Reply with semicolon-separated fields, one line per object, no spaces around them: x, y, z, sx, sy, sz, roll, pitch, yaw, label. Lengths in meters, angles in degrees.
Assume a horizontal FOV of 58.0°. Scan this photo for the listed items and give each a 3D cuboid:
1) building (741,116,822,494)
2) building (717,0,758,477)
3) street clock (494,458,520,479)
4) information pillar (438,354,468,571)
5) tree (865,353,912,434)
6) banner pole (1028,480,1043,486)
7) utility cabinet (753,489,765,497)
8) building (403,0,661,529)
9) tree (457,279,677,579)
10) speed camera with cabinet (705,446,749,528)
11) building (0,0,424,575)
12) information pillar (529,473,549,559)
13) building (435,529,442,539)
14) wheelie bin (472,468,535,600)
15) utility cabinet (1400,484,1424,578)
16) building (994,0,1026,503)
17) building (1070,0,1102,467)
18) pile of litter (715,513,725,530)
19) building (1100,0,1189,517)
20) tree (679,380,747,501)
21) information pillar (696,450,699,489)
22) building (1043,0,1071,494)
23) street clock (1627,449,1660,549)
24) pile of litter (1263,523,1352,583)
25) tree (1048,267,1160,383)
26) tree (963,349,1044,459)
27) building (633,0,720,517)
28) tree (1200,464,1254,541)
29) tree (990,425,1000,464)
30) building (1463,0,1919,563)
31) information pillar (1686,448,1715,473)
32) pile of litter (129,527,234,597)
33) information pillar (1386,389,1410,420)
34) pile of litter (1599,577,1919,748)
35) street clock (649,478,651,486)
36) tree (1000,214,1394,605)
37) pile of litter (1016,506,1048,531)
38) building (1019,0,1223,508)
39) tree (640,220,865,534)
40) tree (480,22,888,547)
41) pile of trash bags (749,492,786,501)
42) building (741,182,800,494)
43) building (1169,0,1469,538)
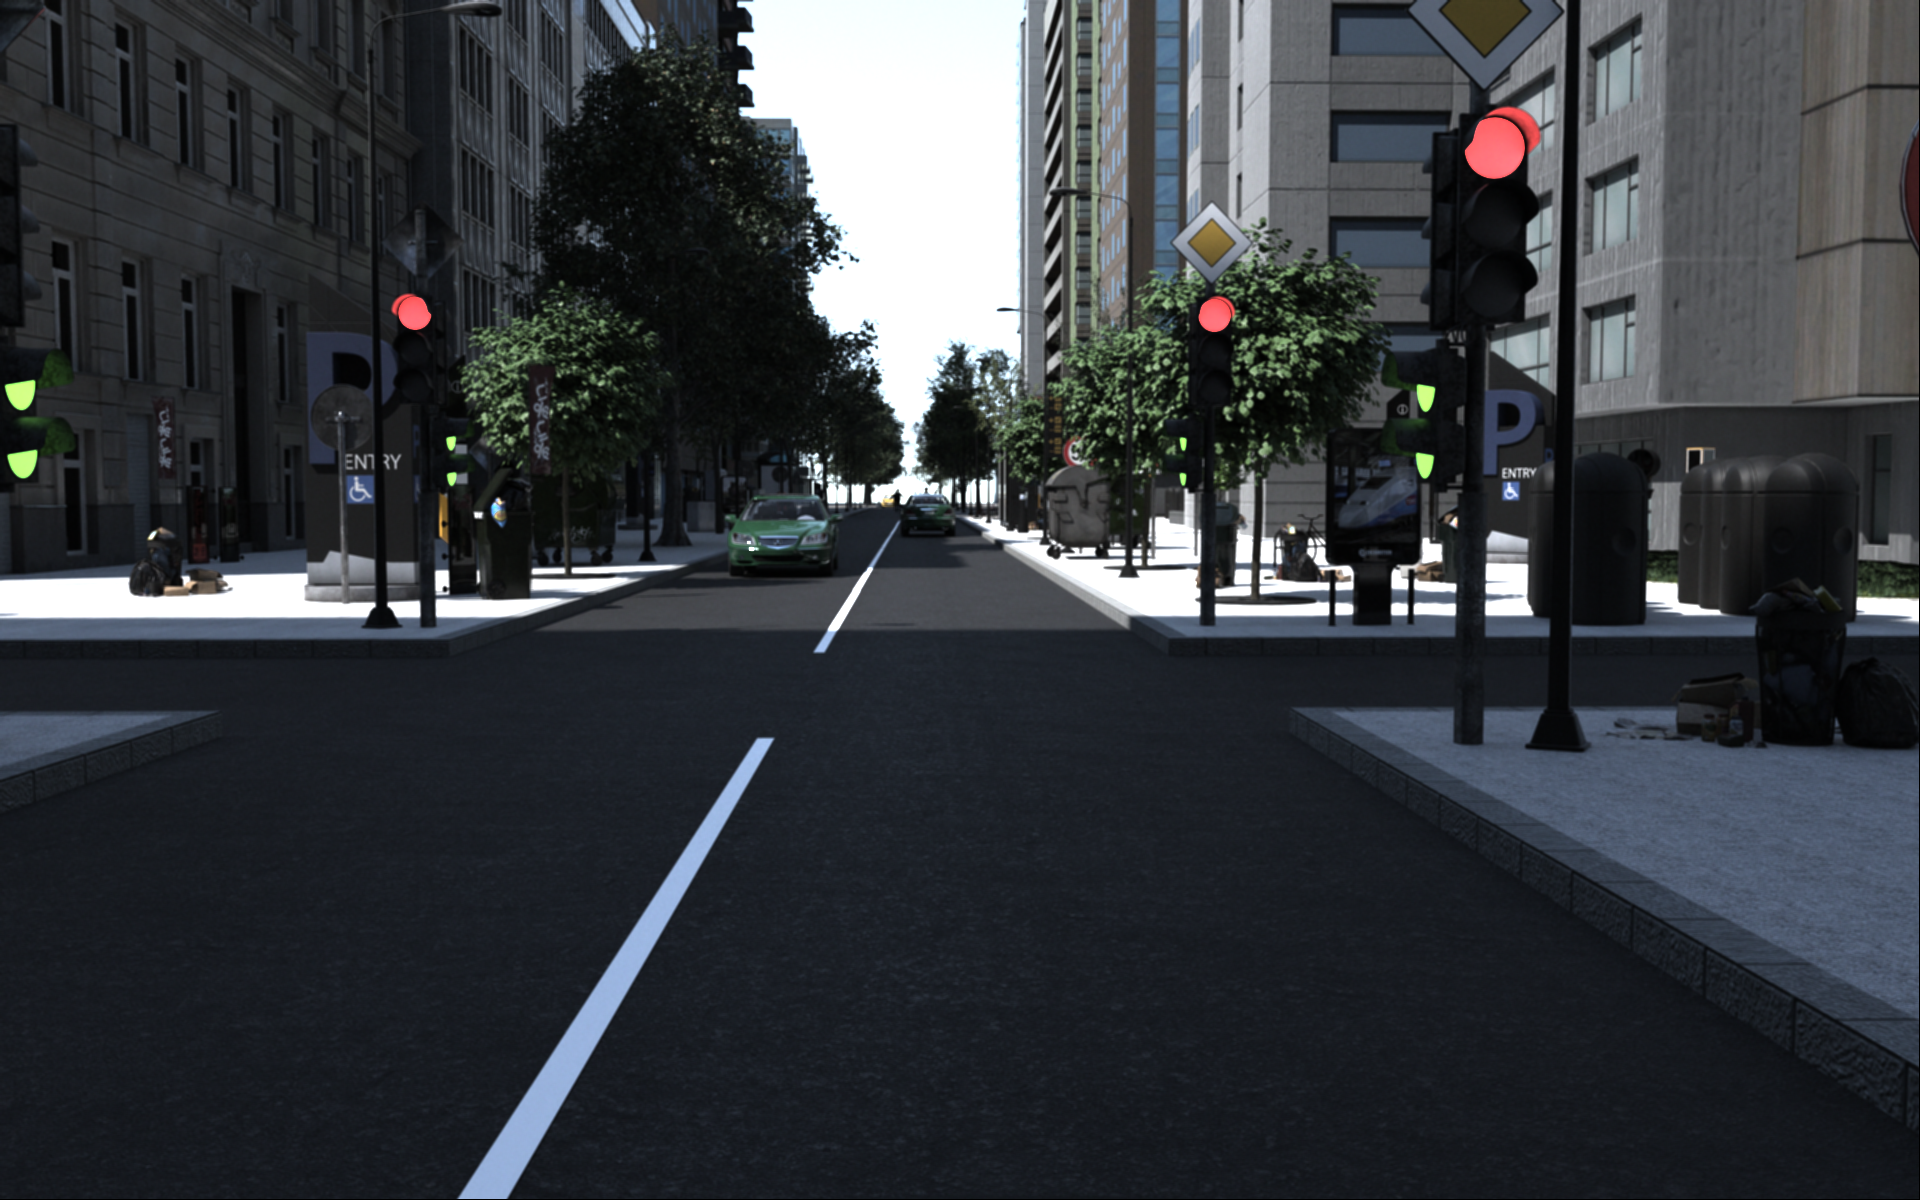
-30.088;-36.844;222.009;23.786;49.044;30.456;0;4;-1;building
-27.591;-29.337;134.290;22.147;44.769;28.867;0;4;-1;building
-9.168;-1.868;35.110;0.471;2.002;0.358;1;4;16;street clock
-8.448;-2.296;28.901;0.504;3.616;0.183;-3;5;-39;information pillar
-6.989;-8.459;72.724;8.767;10.594;7.601;0;4;6;tree
2.867;-4.452;62.802;0.863;3.779;0.401;-1;4;-13;banner pole
-8.862;-4.137;76.322;0.318;1.500;1.173;0;4;7;utility cabinet
-21.227;-15.948;78.770;12.078;24.808;19.932;0;4;-1;building
-5.983;-2.626;26.655;4.285;4.588;4.351;0;3;0;tree
-8.791;-4.344;65.361;0.660;3.252;2.038;2;4;29;speed camera with cabinet
-20.846;-14.621;36.317;12.463;27.353;25.104;0;4;-1;building
-8.305;-1.813;34.134;0.304;2.012;0.304;0;4;0;information pillar
-20.703;-14.731;58.882;12.078;24.808;19.932;0;4;-1;building
-5.583;-0.816;21.252;0.693;1.594;0.980;-2;4;-26;wheelie bin
6.977;-1.101;26.687;0.318;1.500;1.173;1;4;17;utility cabinet
16.453;-56.361;234.170;22.319;86.520;31.000;0;4;-1;building
15.240;-27.392;131.449;14.154;41.232;14.086;0;4;-1;building
-9.129;-2.963;62.405;1.176;0.858;1.719;2;4;34;pile of litter
16.015;-27.695;102.924;14.600;45.320;14.200;0;4;-1;building
-12.262;-8.091;82.648;4.737;8.622;4.395;0;3;0;tree
-13.845;-6.122;91.444;0.183;3.616;0.504;-1;4;-17;information pillar
18.589;-32.136;149.125;21.300;48.544;21.600;0;4;-1;building
10.940;-1.420;27.785;0.471;2.002;0.358;3;5;44;street clock
5.154;-0.721;25.756;1.176;0.858;1.719;0;4;-6;pile of litter
4.951;-6.413;55.219;4.360;8.622;3.978;0;3;0;tree
2.381;-8.445;88.446;4.737;8.622;4.395;0;3;0;tree
-23.372;-28.268;112.292;14.600;45.320;14.200;0;4;-1;building
7.099;-3.213;47.140;1.663;3.219;1.824;0;3;0;tree
3.103;-2.805;29.578;4.285;4.588;4.351;0;3;0;tree
19.132;-21.425;33.889;14.086;41.232;14.154;0;4;-1;building
11.814;-1.418;27.672;0.304;2.012;0.304;-2;4;-28;information pillar
-10.009;-0.515;22.387;1.176;0.858;1.719;1;4;19;pile of litter
9.282;-2.774;36.708;0.504;3.616;0.183;1;4;10;information pillar
4.330;0.292;9.185;1.719;0.858;1.176;2;4;24;pile of litter
-12.307;-3.852;67.552;0.471;2.002;0.358;1;4;13;street clock
3.457;-2.250;20.494;4.285;4.588;4.351;0;3;0;tree
2.795;-2.902;61.406;1.719;0.858;1.176;0;4;-4;pile of litter
17.581;-40.565;205.241;21.231;58.520;28.212;0;4;-1;building
-7.764;-7.446;56.157;8.767;10.594;7.601;0;4;0;tree
-7.038;-7.683;42.629;9.611;12.733;9.660;0;3;0;tree
-7.497;-3.652;69.456;1.912;1.369;3.447;-1;4;-21;pile of trash bags
-34.406;-30.721;194.166;32.217;40.220;23.993;0;4;-1;building
18.972;-31.842;62.620;21.231;58.520;28.212;0;4;-1;building
